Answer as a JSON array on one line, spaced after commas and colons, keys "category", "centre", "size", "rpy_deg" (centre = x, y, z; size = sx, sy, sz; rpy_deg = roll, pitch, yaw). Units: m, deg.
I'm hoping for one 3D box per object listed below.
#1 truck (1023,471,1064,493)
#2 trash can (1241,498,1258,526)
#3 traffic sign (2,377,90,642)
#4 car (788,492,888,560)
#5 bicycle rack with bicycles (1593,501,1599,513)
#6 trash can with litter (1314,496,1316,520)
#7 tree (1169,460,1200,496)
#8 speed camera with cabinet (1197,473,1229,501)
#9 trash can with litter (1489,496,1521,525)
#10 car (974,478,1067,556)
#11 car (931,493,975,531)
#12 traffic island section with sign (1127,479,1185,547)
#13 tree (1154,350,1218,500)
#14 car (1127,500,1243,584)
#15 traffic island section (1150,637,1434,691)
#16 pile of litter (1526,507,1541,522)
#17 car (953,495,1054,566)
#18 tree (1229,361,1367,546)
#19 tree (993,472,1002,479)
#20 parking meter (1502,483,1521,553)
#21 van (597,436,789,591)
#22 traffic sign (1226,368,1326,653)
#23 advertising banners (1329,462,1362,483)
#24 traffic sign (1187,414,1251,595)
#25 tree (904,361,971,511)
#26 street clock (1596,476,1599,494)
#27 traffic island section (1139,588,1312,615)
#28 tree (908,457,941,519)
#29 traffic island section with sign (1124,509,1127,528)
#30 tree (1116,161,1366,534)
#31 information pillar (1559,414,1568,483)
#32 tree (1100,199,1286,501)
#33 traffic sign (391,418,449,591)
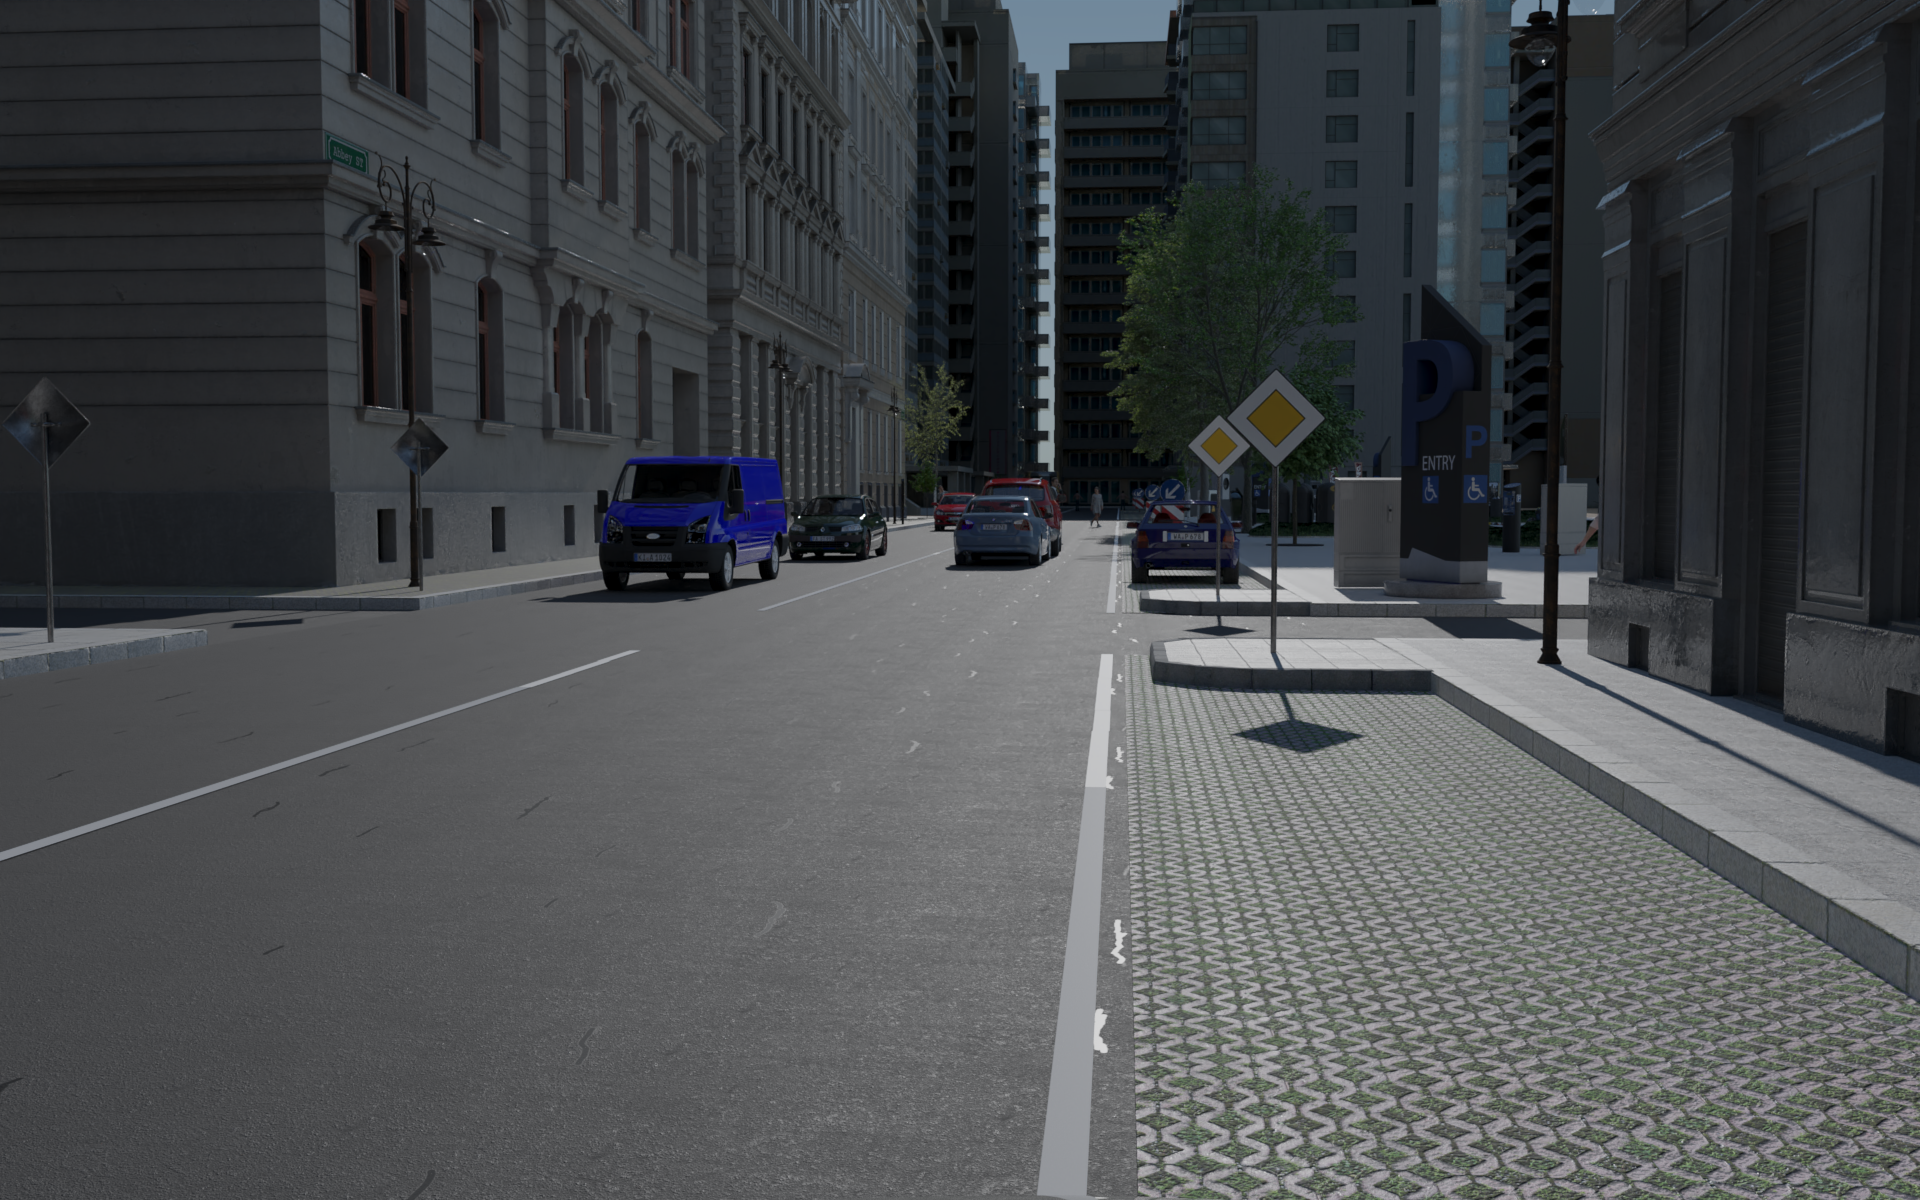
[{"category": "truck", "centre": [7.299, -9.435, 150.179], "size": [3.469, 3.379, 9.791], "rpy_deg": [0, 4, 3]}, {"category": "trash can", "centre": [11.606, -3.542, 69.566], "size": [0.748, 1.137, 0.748], "rpy_deg": [0, 3, 0]}, {"category": "traffic sign", "centre": [-7.866, -0.690, 14.928], "size": [0.795, 2.450, 0.064], "rpy_deg": [0, 4, 5]}, {"category": "car", "centre": [-2.716, -1.786, 38.993], "size": [2.009, 1.686, 4.222], "rpy_deg": [0, 4, 6]}, {"category": "bicycle rack with bicycles", "centre": [30.533, -4.358, 84.636], "size": [2.852, 0.926, 2.925], "rpy_deg": [1, 4, 15]}, {"category": "trash can with litter", "centre": [18.048, -4.543, 85.334], "size": [2.233, 1.210, 1.678], "rpy_deg": [-1, 4, -21]}, {"category": "tree", "centre": [12.524, -6.316, 97.872], "size": [1.663, 3.219, 1.824], "rpy_deg": [0, 3, 0]}, {"category": "speed camera with cabinet", "centre": [10.941, -4.915, 74.702], "size": [0.660, 3.252, 2.038], "rpy_deg": [2, 4, 34]}, {"category": "trash can with litter", "centre": [22.304, -3.668, 71.031], "size": [1.678, 1.210, 2.233], "rpy_deg": [-3, 5, -45]}, {"category": "car", "centre": [1.419, -2.022, 41.740], "size": [2.281, 1.827, 5.304], "rpy_deg": [0, 4, 4]}, {"category": "car", "centre": [-0.034, -3.654, 68.789], "size": [2.155, 1.783, 4.494], "rpy_deg": [0, 4, 3]}, {"category": "traffic island section with sign", "centre": [5.570, -2.314, 46.470], "size": [1.989, 1.847, 2.006], "rpy_deg": [0, 4, 5]}, {"category": "tree", "centre": [11.366, -8.281, 85.764], "size": [4.737, 8.622, 4.395], "rpy_deg": [0, 3, 0]}, {"category": "car", "centre": [3.743, -0.995, 28.851], "size": [1.945, 1.354, 3.894], "rpy_deg": [0, 4, 7]}, {"category": "traffic island section", "centre": [2.556, 0.505, 14.025], "size": [2.009, 0.180, 2.903], "rpy_deg": [0, 4, 5]}, {"category": "pile of litter", "centre": [20.968, -2.936, 61.963], "size": [1.719, 0.858, 1.176], "rpy_deg": [0, 4, 3]}, {"category": "car", "centre": [0.918, -1.474, 36.105], "size": [2.014, 1.417, 4.499], "rpy_deg": [0, 4, 7]}, {"category": "tree", "centre": [8.305, -3.630, 43.072], "size": [4.285, 4.588, 4.351], "rpy_deg": [0, 3, 0]}, {"category": "tree", "centre": [2.935, -9.543, 150.630], "size": [1.663, 3.219, 1.824], "rpy_deg": [0, 3, 0]}, {"category": "parking meter", "centre": [12.128, -1.814, 38.074], "size": [0.372, 1.533, 0.369], "rpy_deg": [0, 3, 0]}, {"category": "van", "centre": [-4.175, -1.416, 27.544], "size": [2.240, 2.365, 5.245], "rpy_deg": [0, 4, 6]}, {"category": "traffic sign", "centre": [2.532, -0.630, 13.950], "size": [0.795, 2.450, 0.064], "rpy_deg": [0, 4, 5]}, {"category": "advertising banners", "centre": [19.449, -5.540, 86.774], "size": [2.074, 3.025, 0.090], "rpy_deg": [1, 4, 10]}, {"category": "traffic sign", "centre": [3.267, -1.117, 21.901], "size": [0.795, 2.450, 0.064], "rpy_deg": [0, 4, 5]}, {"category": "tree", "centre": [-1.605, -8.852, 95.093], "size": [4.360, 8.622, 3.978], "rpy_deg": [0, 3, 0]}, {"category": "street clock", "centre": [23.049, -3.519, 62.100], "size": [0.471, 2.002, 0.358], "rpy_deg": [2, 4, 25]}, {"category": "traffic island section", "centre": [3.291, 0.019, 21.976], "size": [2.009, 0.180, 2.903], "rpy_deg": [0, 4, 5]}, {"category": "tree", "centre": [-1.724, -5.885, 90.819], "size": [1.663, 3.219, 1.824], "rpy_deg": [0, 3, 0]}, {"category": "traffic island section with sign", "centre": [8.071, -3.968, 73.510], "size": [1.989, 1.847, 2.006], "rpy_deg": [0, 4, 5]}, {"category": "tree", "centre": [9.155, -7.952, 55.778], "size": [9.928, 11.665, 9.643], "rpy_deg": [0, 3, 0]}, {"category": "information pillar", "centre": [17.636, -3.626, 50.636], "size": [0.183, 3.616, 0.504], "rpy_deg": [0, 4, 6]}, {"category": "tree", "centre": [9.182, -9.133, 67.454], "size": [7.486, 12.596, 7.792], "rpy_deg": [0, 3, 0]}, {"category": "traffic sign", "centre": [-7.131, -1.177, 22.879], "size": [0.795, 2.450, 0.064], "rpy_deg": [0, 4, 5]}]
